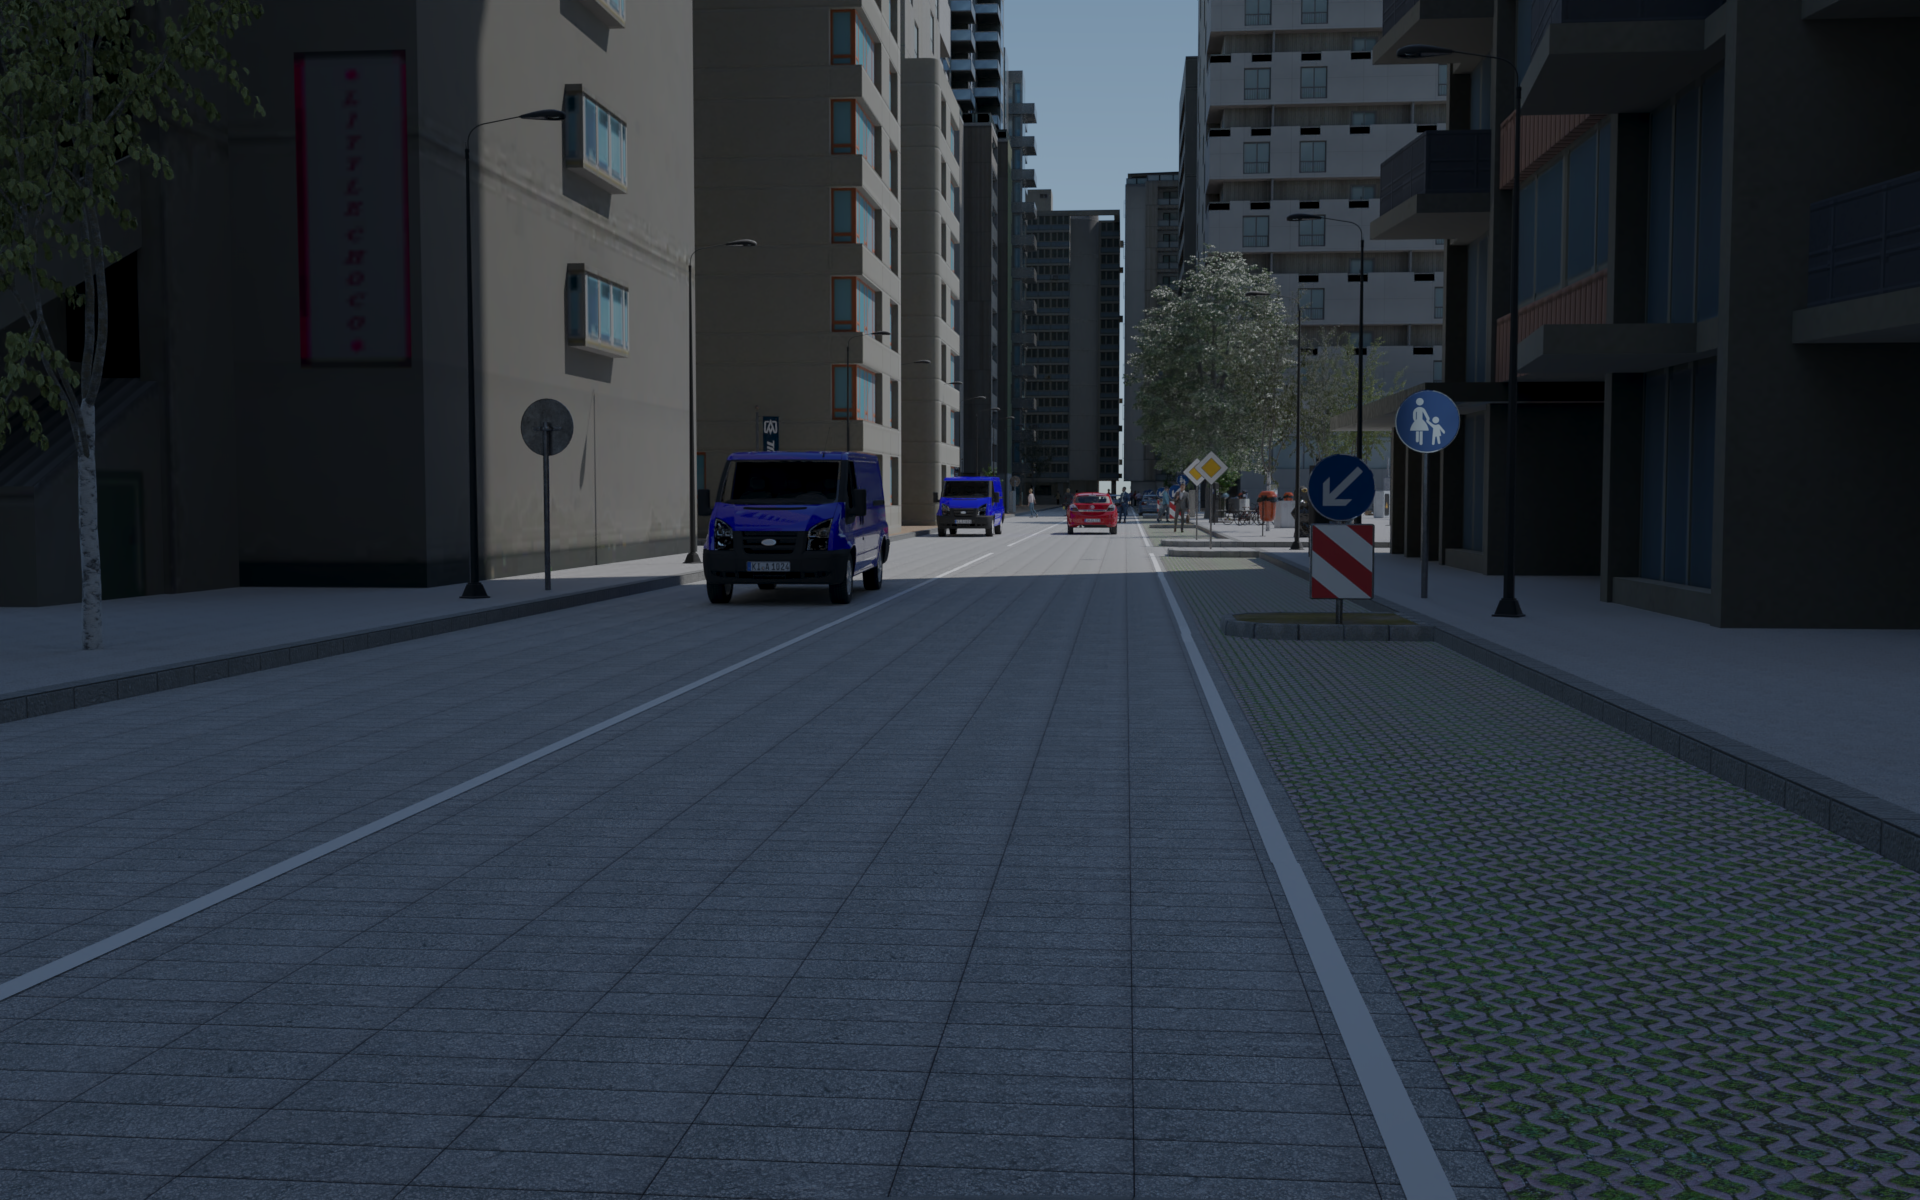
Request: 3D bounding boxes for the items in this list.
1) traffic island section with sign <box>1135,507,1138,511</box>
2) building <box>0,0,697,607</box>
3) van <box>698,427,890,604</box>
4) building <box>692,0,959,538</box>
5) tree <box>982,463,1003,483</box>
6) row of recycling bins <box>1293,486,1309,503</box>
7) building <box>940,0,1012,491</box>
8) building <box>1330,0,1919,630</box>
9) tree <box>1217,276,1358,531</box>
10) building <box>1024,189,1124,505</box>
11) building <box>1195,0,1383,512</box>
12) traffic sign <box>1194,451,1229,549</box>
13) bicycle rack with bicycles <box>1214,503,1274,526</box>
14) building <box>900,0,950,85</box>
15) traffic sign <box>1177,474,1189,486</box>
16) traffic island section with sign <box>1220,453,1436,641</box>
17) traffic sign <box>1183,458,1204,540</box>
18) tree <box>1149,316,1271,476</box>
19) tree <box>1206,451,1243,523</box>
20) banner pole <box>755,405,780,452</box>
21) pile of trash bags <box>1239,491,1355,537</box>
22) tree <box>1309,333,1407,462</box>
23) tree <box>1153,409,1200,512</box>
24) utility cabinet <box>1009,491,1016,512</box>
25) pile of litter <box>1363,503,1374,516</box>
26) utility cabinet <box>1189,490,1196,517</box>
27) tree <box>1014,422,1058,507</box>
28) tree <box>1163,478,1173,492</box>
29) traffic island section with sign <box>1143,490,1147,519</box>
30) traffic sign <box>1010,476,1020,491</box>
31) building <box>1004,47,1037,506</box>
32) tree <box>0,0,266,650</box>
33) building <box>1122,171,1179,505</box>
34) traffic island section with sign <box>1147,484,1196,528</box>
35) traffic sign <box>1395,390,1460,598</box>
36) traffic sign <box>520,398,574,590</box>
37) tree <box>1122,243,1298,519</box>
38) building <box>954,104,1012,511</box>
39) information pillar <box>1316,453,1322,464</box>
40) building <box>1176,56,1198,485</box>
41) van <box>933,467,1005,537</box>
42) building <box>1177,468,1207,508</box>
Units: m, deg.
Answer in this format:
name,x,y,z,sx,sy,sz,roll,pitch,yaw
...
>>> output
name,x,y,z,sx,sy,sz,roll,pitch,yaw
traffic island section with sign,16.293,-8.614,149.460,1.989,1.847,2.006,0,4,5
building,-17.306,-24.695,27.462,21.600,48.544,21.300,0,4,5
van,-2.229,-1.224,24.399,2.240,2.365,5.245,0,4,4
building,-15.164,-13.439,64.770,27.650,21.520,28.899,0,4,5
tree,1.831,-7.005,109.125,1.663,3.219,1.824,0,3,0
row of recycling bins,19.243,-5.112,90.692,3.534,1.692,1.069,1,4,16
building,-6.126,-51.444,153.789,22.319,86.520,31.000,0,4,5
building,17.637,-22.503,22.553,22.147,44.769,28.867,0,4,5
tree,10.863,-6.679,59.567,4.360,8.622,3.978,0,3,0
building,9.000,-32.519,223.568,23.993,40.220,32.217,0,4,5
building,32.904,-33.573,138.162,28.713,52.752,27.495,0,4,5
traffic sign,5.817,-2.232,40.142,0.795,2.450,0.064,0,4,5
bicycle rack with bicycles,11.931,-3.549,71.403,2.925,0.926,2.852,-2,4,-24
building,-14.996,-31.559,105.221,28.713,52.752,27.495,0,4,5
traffic sign,14.443,-6.866,112.371,0.768,2.556,0.104,1,4,9
traffic island section with sign,3.703,-0.558,17.747,1.989,1.847,2.006,0,4,5
traffic sign,6.576,-2.719,48.091,0.795,2.450,0.064,0,4,5
tree,15.092,-11.411,104.695,7.486,12.596,7.792,0,3,0
tree,11.641,-5.099,77.965,1.663,3.219,1.824,0,3,0
banner pole,-5.489,-3.600,48.878,0.863,3.779,0.401,-1,4,-19
pile of trash bags,10.401,-2.569,51.762,3.447,1.369,1.912,3,5,41
tree,18.530,-7.930,80.016,4.737,8.622,4.395,0,3,0
tree,16.940,-10.629,124.151,4.737,8.622,4.395,0,3,0
utility cabinet,3.596,-6.772,119.393,0.318,1.500,1.173,1,4,11
pile of litter,24.574,-5.465,103.311,1.719,0.858,1.176,-3,4,-39
utility cabinet,12.699,-5.271,94.864,0.318,1.500,1.173,0,4,4
tree,7.582,-13.601,172.735,4.360,8.622,3.978,0,3,0
tree,22.732,-12.032,191.321,1.663,3.219,1.824,0,3,0
traffic island section with sign,11.603,-5.611,100.369,1.989,1.847,2.006,0,4,5
traffic sign,3.821,-7.374,120.664,0.768,2.556,0.104,1,4,13
building,-7.165,-34.740,187.607,30.456,49.044,23.786,0,4,5
tree,-7.396,-3.891,13.974,4.737,8.622,4.395,0,3,0
building,27.131,-32.387,213.119,14.086,41.232,14.154,0,4,5
traffic island section with sign,8.950,-3.916,72.653,1.989,1.847,2.006,0,4,5
traffic sign,5.727,-1.295,21.284,0.768,2.556,0.104,1,4,12
traffic sign,-5.508,-1.405,23.071,0.768,2.556,0.104,1,4,13
tree,13.094,-11.204,89.840,9.857,13.997,8.962,0,3,0
building,-3.511,-22.034,131.962,14.160,30.474,14.107,0,4,5
information pillar,20.546,-6.589,99.091,0.183,3.616,0.504,-3,4,-37
building,34.166,-34.263,183.900,21.300,48.544,21.600,0,4,5
van,0.381,-3.396,59.902,2.240,2.365,5.245,0,4,6
building,31.270,-44.286,162.323,20.563,71.187,20.611,0,4,5
